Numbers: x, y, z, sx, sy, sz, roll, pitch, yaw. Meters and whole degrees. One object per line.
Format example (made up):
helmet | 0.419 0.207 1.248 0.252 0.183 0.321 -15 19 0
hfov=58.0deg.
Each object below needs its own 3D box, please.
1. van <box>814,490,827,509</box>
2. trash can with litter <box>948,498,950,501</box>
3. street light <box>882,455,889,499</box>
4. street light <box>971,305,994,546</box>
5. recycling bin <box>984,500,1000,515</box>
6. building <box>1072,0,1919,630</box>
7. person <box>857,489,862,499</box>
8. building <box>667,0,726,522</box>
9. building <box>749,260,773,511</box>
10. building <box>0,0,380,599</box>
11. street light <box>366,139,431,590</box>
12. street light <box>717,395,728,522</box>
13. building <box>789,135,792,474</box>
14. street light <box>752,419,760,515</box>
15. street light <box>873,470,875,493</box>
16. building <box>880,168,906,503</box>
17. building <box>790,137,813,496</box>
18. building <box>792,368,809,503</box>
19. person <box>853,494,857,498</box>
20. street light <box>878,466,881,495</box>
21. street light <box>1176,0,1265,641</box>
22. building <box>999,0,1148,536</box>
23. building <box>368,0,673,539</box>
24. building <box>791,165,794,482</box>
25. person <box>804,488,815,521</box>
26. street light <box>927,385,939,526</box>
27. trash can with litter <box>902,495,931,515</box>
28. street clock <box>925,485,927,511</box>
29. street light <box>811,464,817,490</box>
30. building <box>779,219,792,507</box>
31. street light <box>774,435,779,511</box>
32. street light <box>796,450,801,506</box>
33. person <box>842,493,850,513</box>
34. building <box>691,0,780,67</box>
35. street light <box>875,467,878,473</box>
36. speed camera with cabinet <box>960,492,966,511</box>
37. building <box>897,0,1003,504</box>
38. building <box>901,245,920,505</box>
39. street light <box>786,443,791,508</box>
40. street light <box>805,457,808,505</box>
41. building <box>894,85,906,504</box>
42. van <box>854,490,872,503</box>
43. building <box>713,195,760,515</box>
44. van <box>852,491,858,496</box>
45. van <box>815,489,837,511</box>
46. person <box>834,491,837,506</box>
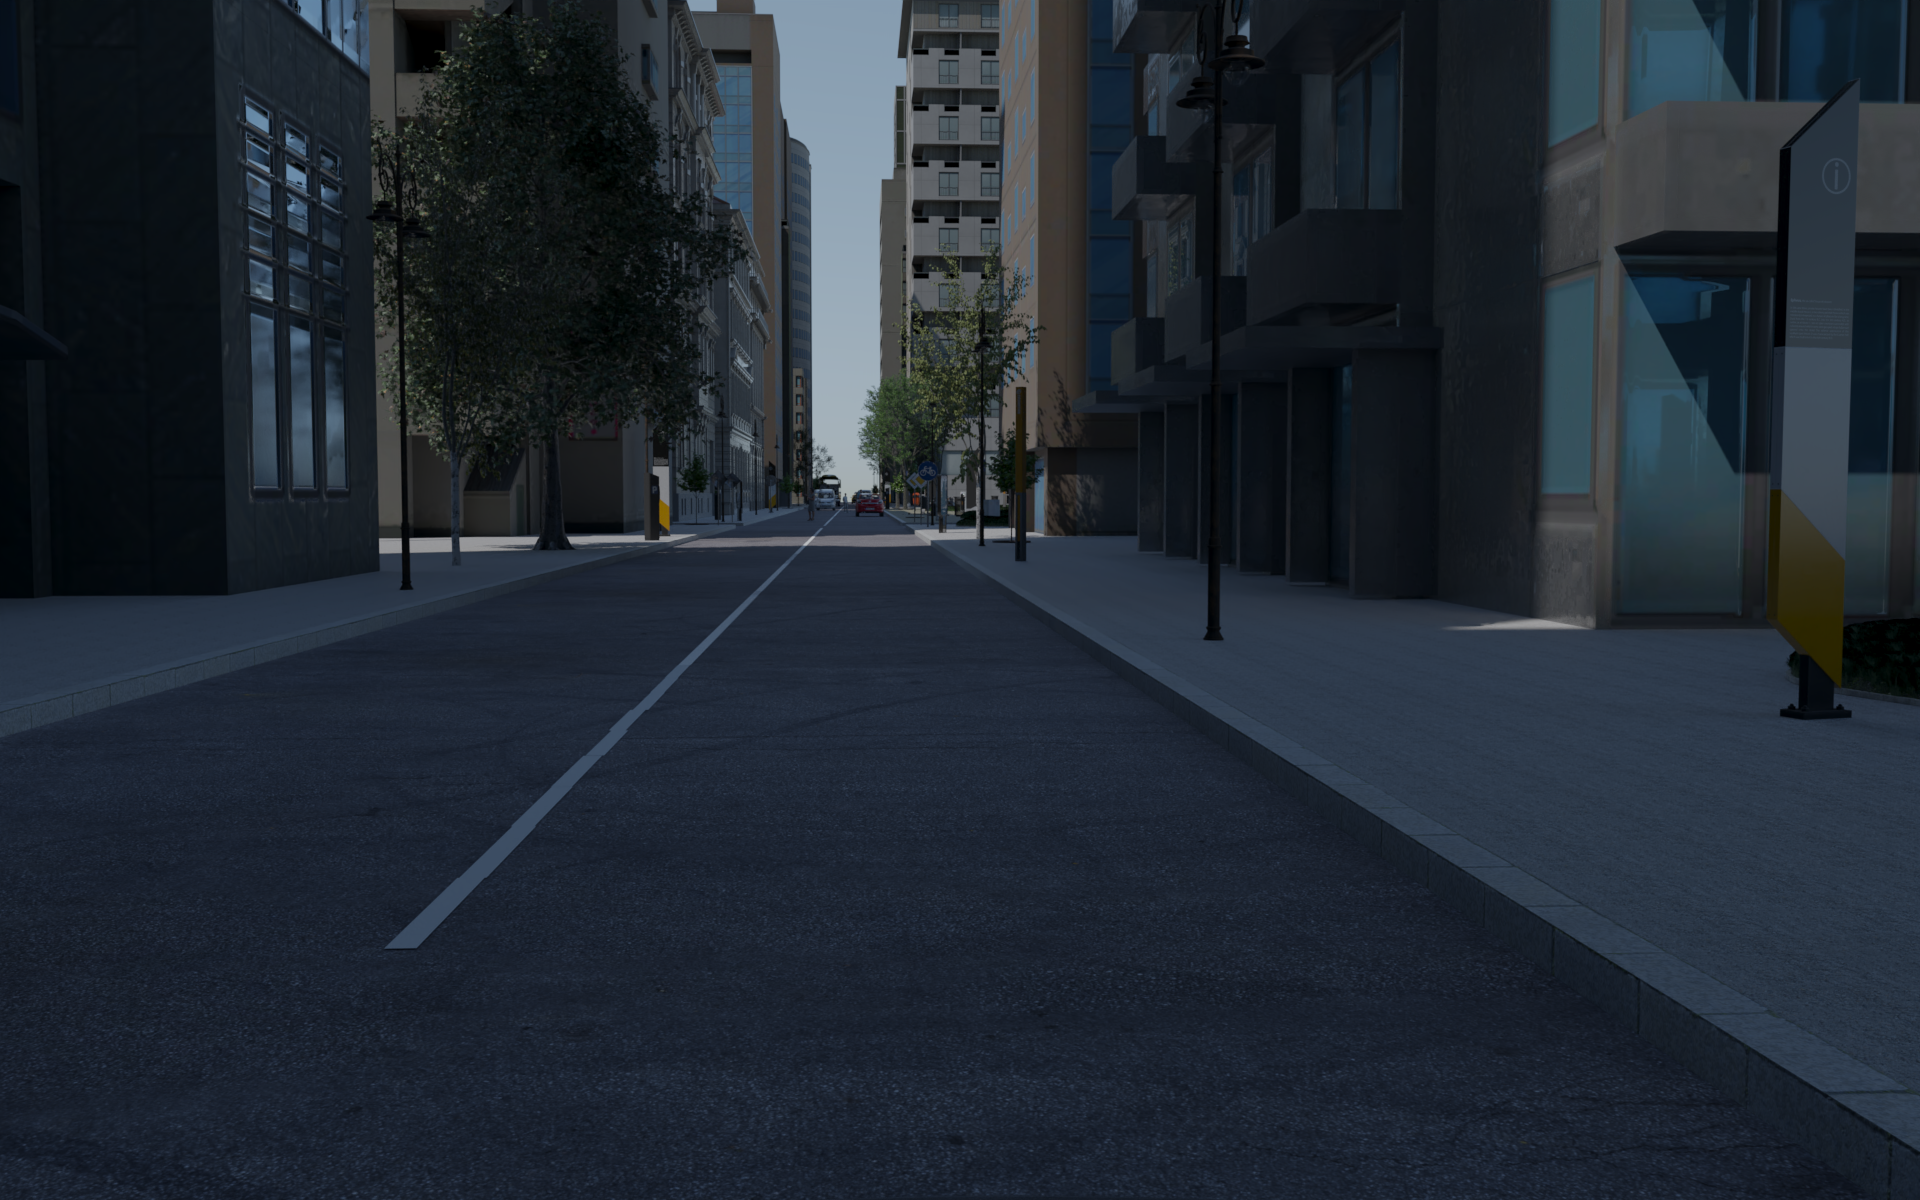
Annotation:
van | -13.773 -9.889 168.695 2.013 2.044 4.112 0 4 -3
trash can with litter | -1.138 -6.487 117.448 0.624 1.170 1.055 1 4 22
street light | -7.503 -12.474 176.730 0.468 5.910 1.993 0 4 -3
street light | 0.541 -4.261 42.452 0.468 5.910 1.993 0 4 -3
recycling bin | 1.356 -4.126 80.016 0.722 1.027 0.722 -3 4 -36
building | 14.765 -24.998 28.321 23.786 49.044 30.456 0 4 -3
person | -8.573 -8.592 148.841 0.638 1.841 0.748 -2 4 -24
building | -19.862 -18.502 89.896 14.401 28.519 23.554 0 4 -3
building | -21.844 -17.957 135.400 13.314 21.916 24.055 0 4 -3
building | -17.882 -42.664 10.225 22.319 86.520 31.000 0 4 -3
street light | -7.421 -3.074 23.044 0.468 5.910 1.993 0 4 -3
street light | -10.899 -6.528 79.517 0.468 5.910 1.993 0 4 -3
building | -26.210 -32.894 187.928 14.600 45.320 14.200 0 4 -3
street light | -12.516 -8.160 106.211 0.468 5.910 1.993 0 4 -3
street light | -12.433 -17.558 259.860 0.468 5.910 1.993 0 4 -3
building | -0.904 -38.495 253.091 21.300 48.544 21.600 0 4 -3
building | -34.759 -45.100 279.388 21.231 58.520 28.212 0 4 -3
building | -36.305 -24.883 251.872 27.650 21.520 28.899 0 4 -3
person | -13.485 -13.497 229.200 1.348 1.821 0.705 1 4 11
street light | -9.101 -14.120 203.655 0.468 5.910 1.993 0 4 -3
street light | 2.230 -2.585 15.059 0.468 5.910 1.993 0 4 -3
building | 8.794 -24.972 58.404 14.600 45.320 14.200 0 4 -3
building | -21.653 -26.589 58.440 21.600 48.544 21.300 0 4 -3
building | -26.766 -33.760 202.094 14.600 45.320 14.200 0 4 -3
person | -8.054 -5.130 92.727 0.532 1.782 0.716 -2 4 -33
street light | -1.126 -5.980 70.568 0.468 5.910 1.993 0 4 -3
trash can with litter | -2.543 -5.950 108.333 2.233 1.210 1.678 -1 4 -9
street clock | -2.597 -7.642 129.523 0.358 2.002 0.471 -1 4 -16
street light | -20.284 -16.250 238.479 0.468 5.910 1.993 0 4 -3
building | -24.308 -24.626 174.342 14.160 30.474 14.107 0 4 -3
street light | -14.067 -9.813 133.237 0.468 5.910 1.993 0 4 -3
street light | -17.049 -12.850 182.883 0.468 5.910 1.993 0 4 -3
person | -8.627 -7.331 130.962 0.523 1.515 0.503 1 4 22
building | -23.707 -31.172 159.772 14.600 45.320 14.200 0 4 -3
street light | -10.737 -15.753 230.347 0.468 5.910 1.993 0 4 -3
speed camera with cabinet | 0.603 -7.840 122.524 0.660 3.252 2.038 -1 4 -19
building | 8.170 -36.204 181.182 28.713 52.752 27.495 0 4 -3
building | 0.136 -26.329 202.181 14.160 30.474 14.107 0 4 -3
street light | -15.441 -11.217 156.189 0.468 5.910 1.993 0 4 -3
street light | -18.585 -14.485 209.615 0.468 5.910 1.993 0 4 -3
building | -3.303 -52.876 302.778 20.563 71.187 20.611 0 4 -3
van | -9.318 -9.865 168.301 2.013 2.044 4.112 0 4 -5
building | -19.387 -16.928 112.924 11.583 22.565 21.152 0 4 -3
van | -16.329 -16.576 278.035 2.013 2.044 4.112 0 4 -4
van | -11.782 -8.888 152.329 2.013 2.044 4.112 0 4 -3
person | -15.159 -12.438 211.496 0.705 1.869 1.348 0 4 -5
